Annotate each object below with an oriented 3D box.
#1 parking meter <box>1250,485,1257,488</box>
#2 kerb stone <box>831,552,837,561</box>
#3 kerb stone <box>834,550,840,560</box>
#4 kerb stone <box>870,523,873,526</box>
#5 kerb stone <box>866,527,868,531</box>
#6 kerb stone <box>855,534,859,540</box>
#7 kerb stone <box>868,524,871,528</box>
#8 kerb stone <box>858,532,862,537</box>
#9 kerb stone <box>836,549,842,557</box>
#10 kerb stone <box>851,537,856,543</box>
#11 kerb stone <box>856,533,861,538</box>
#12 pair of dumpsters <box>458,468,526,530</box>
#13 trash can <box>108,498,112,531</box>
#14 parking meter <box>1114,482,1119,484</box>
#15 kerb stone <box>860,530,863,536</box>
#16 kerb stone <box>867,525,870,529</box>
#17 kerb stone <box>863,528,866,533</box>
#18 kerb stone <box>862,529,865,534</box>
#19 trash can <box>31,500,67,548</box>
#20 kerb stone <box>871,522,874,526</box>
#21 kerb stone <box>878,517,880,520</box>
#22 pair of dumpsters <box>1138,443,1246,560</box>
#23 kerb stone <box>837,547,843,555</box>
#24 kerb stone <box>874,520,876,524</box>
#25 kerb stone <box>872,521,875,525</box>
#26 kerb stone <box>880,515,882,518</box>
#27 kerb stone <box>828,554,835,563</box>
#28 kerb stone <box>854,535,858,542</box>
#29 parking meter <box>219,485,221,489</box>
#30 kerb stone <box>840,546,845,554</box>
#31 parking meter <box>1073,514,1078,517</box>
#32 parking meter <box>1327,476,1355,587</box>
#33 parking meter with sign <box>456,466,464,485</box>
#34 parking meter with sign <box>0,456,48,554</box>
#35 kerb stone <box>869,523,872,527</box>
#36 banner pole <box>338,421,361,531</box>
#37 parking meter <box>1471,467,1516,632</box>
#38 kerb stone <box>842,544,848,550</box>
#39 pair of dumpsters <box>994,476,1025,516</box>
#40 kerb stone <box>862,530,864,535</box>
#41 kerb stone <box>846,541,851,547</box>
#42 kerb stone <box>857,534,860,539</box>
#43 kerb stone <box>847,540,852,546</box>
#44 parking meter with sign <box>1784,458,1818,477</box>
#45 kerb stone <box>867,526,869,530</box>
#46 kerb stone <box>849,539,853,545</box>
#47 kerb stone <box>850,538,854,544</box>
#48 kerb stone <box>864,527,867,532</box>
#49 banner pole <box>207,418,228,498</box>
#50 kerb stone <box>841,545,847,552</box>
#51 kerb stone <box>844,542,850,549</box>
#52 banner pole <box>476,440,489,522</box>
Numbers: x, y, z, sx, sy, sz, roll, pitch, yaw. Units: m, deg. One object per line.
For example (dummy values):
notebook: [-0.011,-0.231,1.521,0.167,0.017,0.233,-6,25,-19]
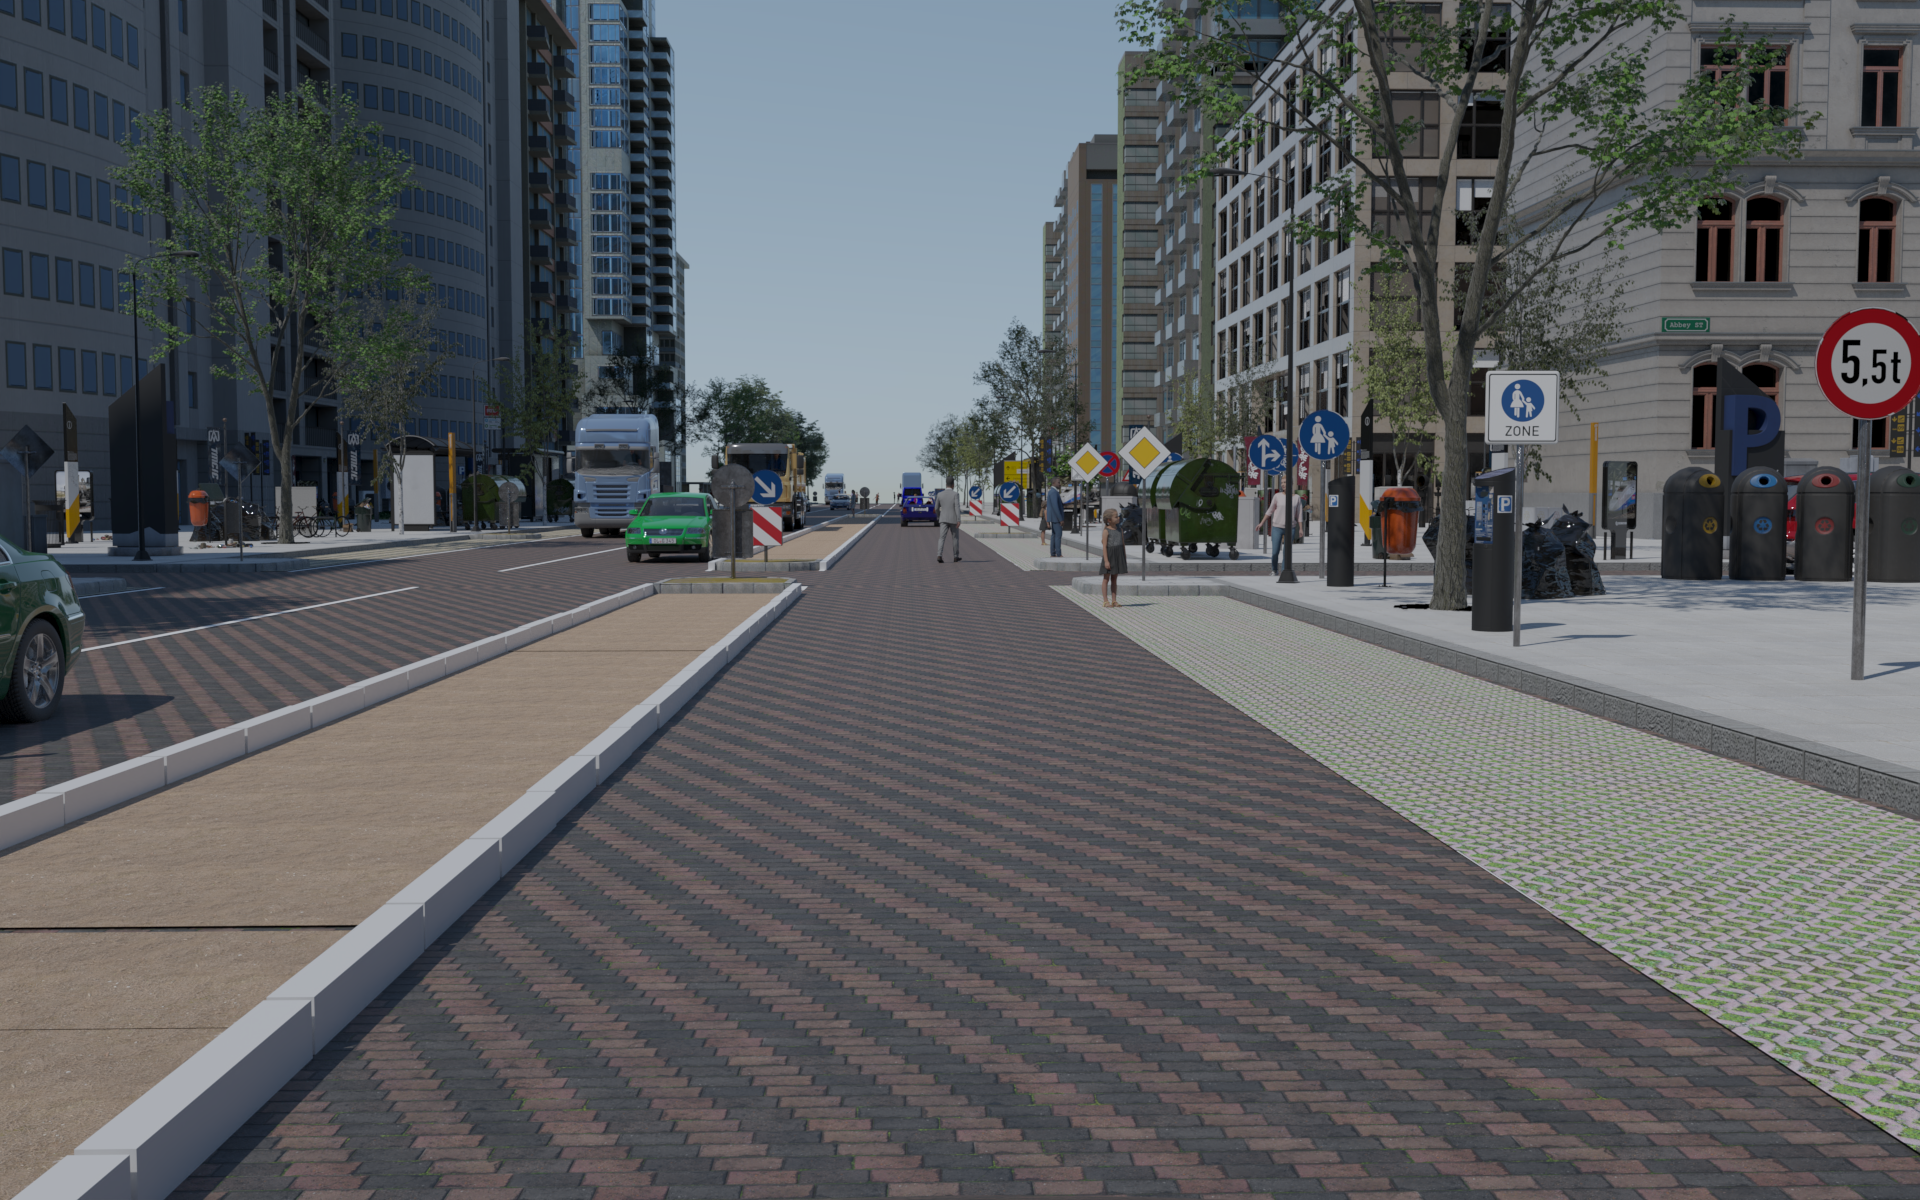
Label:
parking meter: [14.268,-4.790,84.032,0.255,1.863,0.399,2,4,34]
kerb stone: [-2.695,-0.855,36.179,0.120,0.150,1.000,0,4,-2]
kerb stone: [-2.718,-0.918,37.200,0.120,0.150,1.000,0,4,-2]
kerb stone: [-3.752,-2.986,71.019,0.120,0.150,1.000,0,4,-2]
kerb stone: [-3.508,-2.482,62.810,0.120,0.150,1.000,0,4,-2]
kerb stone: [-3.164,-1.794,51.536,0.120,0.150,1.000,0,4,-2]
kerb stone: [-3.674,-2.799,67.954,0.120,0.150,1.000,0,4,-2]
kerb stone: [-3.256,-1.983,54.611,0.120,0.150,1.000,0,4,-2]
kerb stone: [-2.750,-0.981,38.227,0.120,0.150,1.000,0,4,-2]
kerb stone: [-3.066,-1.607,48.466,0.120,0.150,1.000,0,4,-2]
kerb stone: [-3.223,-1.916,53.582,0.120,0.150,1.000,0,4,-2]
pair of dumpsters: [-17.019,-3.703,63.039,1.574,2.255,4.437,0,4,-2]
trash can: [-28.016,-2.825,57.837,0.748,1.137,0.748,0,3,0]
parking meter: [7.289,-4.544,80.012,0.399,1.863,0.255,1,4,12]
kerb stone: [-3.322,-2.108,56.656,0.120,0.150,1.000,0,4,-2]
kerb stone: [-3.601,-2.671,65.899,0.120,0.150,1.000,0,4,-2]
kerb stone: [-3.410,-2.295,59.732,0.120,0.150,1.000,0,4,-2]
kerb stone: [-3.376,-2.233,58.711,0.120,0.150,1.000,0,4,-2]
trash can: [-21.638,-1.805,41.172,0.748,1.137,0.748,0,3,0]
kerb stone: [-3.824,-3.111,73.065,0.120,0.150,1.000,0,4,-2]
kerb stone: [-4.305,-4.053,88.455,0.120,0.150,1.000,0,4,-2]
pair of dumpsters: [4.714,-2.016,35.451,1.574,2.255,4.437,0,4,-2]
kerb stone: [-2.782,-1.043,39.250,0.120,0.150,1.000,0,4,-2]
kerb stone: [-3.984,-3.424,78.199,0.120,0.150,1.000,0,4,-2]
kerb stone: [-3.880,-3.237,75.115,0.120,0.150,1.000,0,4,-2]
kerb stone: [-4.516,-4.483,95.635,0.120,0.150,1.000,0,4,-2]
kerb stone: [-2.666,-0.789,35.157,0.120,0.150,1.000,0,4,-2]
kerb stone: [-3.132,-1.723,50.515,0.120,0.150,1.000,0,4,-2]
parking meter: [-28.498,-3.703,66.247,0.399,1.863,0.255,-2,4,-35]
kerb stone: [-2.816,-1.106,40.277,0.120,0.150,1.000,0,4,-2]
parking meter: [6.464,-5.454,97.582,0.372,1.533,0.369,0,3,0]
parking meter: [5.284,-0.955,24.019,0.372,1.533,0.369,0,3,0]
parking meter with sign: [-30.931,-6.761,106.810,0.543,3.016,1.738,0,4,3]
parking meter with sign: [-19.101,-2.342,34.553,0.543,3.016,1.738,1,4,19]
kerb stone: [-3.734,-2.924,69.997,0.120,0.150,1.000,0,4,-2]
banner pole: [-21.084,-4.271,59.840,0.863,3.779,0.401,-3,4,-38]
parking meter: [4.999,-0.478,16.229,0.372,1.533,0.369,0,3,0]
kerb stone: [-2.879,-1.226,42.320,0.120,0.150,1.000,0,4,-2]
pair of dumpsters: [2.808,-5.834,97.886,1.574,2.255,4.437,0,4,-2]
kerb stone: [-3.343,-2.170,57.682,0.120,0.150,1.000,0,4,-2]
kerb stone: [-2.942,-1.356,44.365,0.120,0.150,1.000,0,4,-2]
kerb stone: [-3.190,-1.849,52.559,0.120,0.150,1.000,0,4,-2]
kerb stone: [-2.973,-1.419,45.393,0.120,0.150,1.000,0,4,-2]
parking meter with sign: [17.740,-2.470,36.650,1.738,3.016,0.543,0,4,6]
kerb stone: [-3.571,-2.610,64.873,0.120,0.150,1.000,0,4,-2]
kerb stone: [-3.004,-1.481,46.415,0.120,0.150,1.000,0,4,-2]
kerb stone: [-3.035,-1.544,47.436,0.120,0.150,1.000,0,4,-2]
kerb stone: [-3.476,-2.421,61.784,0.120,0.150,1.000,0,4,-2]
banner pole: [-24.331,-4.092,56.921,0.401,3.779,0.863,3,4,38]
kerb stone: [-2.843,-1.168,41.299,0.120,0.150,1.000,0,4,-2]
kerb stone: [-2.905,-1.293,43.343,0.120,0.150,1.000,0,4,-2]
banner pole: [-21.934,-5.498,79.901,0.401,3.779,0.863,0,4,-3]
